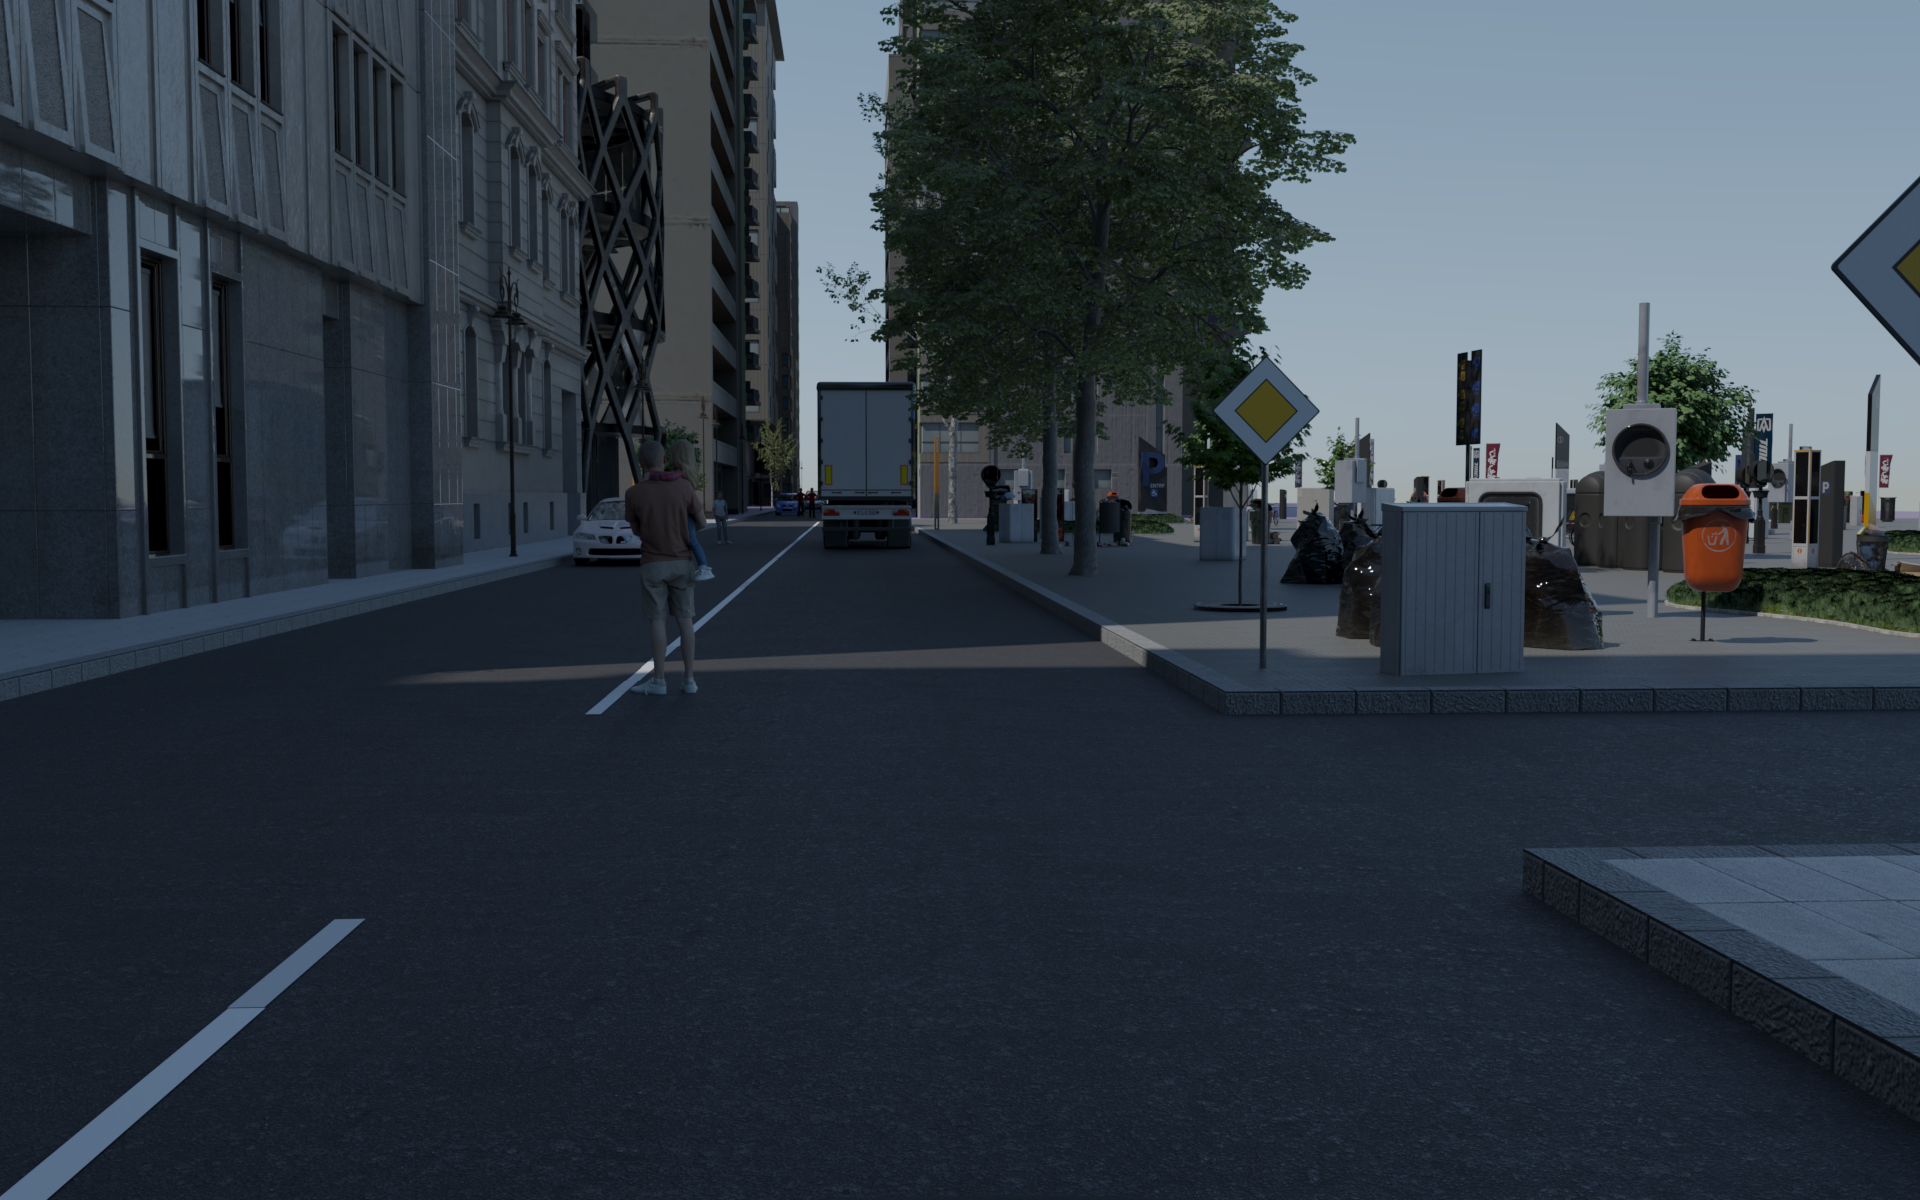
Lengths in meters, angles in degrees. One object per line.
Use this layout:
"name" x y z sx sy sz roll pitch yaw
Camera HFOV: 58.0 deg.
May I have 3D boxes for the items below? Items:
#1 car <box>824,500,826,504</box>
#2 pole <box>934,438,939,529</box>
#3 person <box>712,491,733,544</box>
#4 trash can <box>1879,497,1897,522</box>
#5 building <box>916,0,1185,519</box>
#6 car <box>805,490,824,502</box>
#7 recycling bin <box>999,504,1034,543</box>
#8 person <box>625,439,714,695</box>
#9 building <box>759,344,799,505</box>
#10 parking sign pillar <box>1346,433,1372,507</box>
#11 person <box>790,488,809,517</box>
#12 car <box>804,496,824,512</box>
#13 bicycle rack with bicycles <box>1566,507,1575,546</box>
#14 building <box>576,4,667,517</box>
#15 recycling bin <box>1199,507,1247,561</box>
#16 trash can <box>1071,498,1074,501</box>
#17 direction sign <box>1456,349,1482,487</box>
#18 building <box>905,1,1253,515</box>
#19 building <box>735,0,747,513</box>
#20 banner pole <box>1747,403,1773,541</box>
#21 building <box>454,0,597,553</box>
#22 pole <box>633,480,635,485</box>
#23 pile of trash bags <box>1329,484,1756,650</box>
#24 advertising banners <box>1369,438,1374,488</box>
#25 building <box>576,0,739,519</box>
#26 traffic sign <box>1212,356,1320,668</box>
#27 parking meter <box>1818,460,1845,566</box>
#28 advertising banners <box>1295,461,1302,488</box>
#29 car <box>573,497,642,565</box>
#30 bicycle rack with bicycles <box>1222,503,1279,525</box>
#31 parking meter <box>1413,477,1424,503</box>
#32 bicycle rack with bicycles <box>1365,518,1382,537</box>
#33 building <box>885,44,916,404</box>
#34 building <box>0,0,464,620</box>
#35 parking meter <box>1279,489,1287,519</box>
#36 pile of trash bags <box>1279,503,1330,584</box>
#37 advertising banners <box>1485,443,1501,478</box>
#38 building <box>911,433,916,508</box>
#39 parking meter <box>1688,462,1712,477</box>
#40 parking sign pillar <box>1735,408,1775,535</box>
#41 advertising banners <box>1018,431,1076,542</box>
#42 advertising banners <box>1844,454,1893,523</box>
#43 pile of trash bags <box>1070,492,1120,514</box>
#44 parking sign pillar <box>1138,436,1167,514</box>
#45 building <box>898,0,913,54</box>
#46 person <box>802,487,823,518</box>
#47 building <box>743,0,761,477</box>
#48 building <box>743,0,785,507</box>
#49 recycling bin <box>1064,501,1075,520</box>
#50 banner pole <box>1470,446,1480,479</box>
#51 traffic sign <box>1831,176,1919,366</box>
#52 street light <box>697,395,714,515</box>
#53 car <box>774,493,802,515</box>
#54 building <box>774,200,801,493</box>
"car" -15.031 -10.466 183.127 2.014 1.417 4.499 0 4 -4
"pole" -0.842 -4.213 62.728 0.158 3.312 0.155 0 3 0
"person" -6.824 -2.360 49.687 0.523 1.515 0.503 3 4 38
"trash can" 42.807 -4.175 79.910 0.748 1.137 0.748 0 3 0
"building" 4.487 -25.270 96.752 14.154 41.232 14.086 0 4 -4
"car" -14.636 -10.067 173.272 2.281 1.827 5.304 0 4 -5
"recycling bin" 1.487 -2.031 45.758 0.722 1.027 0.722 -1 4 -22
"person" -2.080 -0.248 12.523 0.573 1.828 0.580 2 4 26
"building" -34.263 -22.538 213.532 27.650 21.520 28.899 0 4 -4
"parking sign pillar" 17.536 -5.392 76.632 1.447 3.967 1.447 2 4 33
"person" -10.096 -6.201 109.820 1.348 1.831 0.705 0 4 3
"car" -11.701 -7.672 137.437 2.014 1.417 4.499 0 4 -6
"bicycle rack with bicycles" 16.008 -2.033 46.626 2.852 0.926 2.925 0 4 6
"building" -19.354 -11.939 62.650 16.820 18.784 16.811 0 4 -4
"recycling bin" 5.107 -1.288 33.620 0.722 1.027 0.722 2 4 30
"trash can" 4.593 -3.330 66.093 0.748 1.137 0.748 0 3 0
"direction sign" 8.079 -2.175 27.560 0.379 3.537 0.876 0 4 -8
"building" 7.474 -28.379 118.619 22.147 44.769 28.867 0 4 -4
"building" -21.784 -26.409 115.378 14.154 41.232 14.086 0 4 -4
"banner pole" 21.811 -3.510 47.401 0.401 3.779 0.863 -3 5 -43
"building" -17.290 -15.591 42.296 14.401 28.519 23.554 0 4 -4
"pole" -15.749 -5.508 83.892 0.158 3.312 0.155 0 3 0
"pile of trash bags" 5.056 -0.323 15.038 3.447 1.369 1.912 0 4 8
"advertising banners" 13.350 -3.618 55.344 0.090 3.025 2.074 2 4 29
"building" -23.933 -28.941 96.889 21.300 48.544 21.600 0 4 -4
"traffic sign" 2.230 -0.554 12.707 0.795 2.450 0.064 0 4 -4
"parking meter" 15.192 -1.499 30.217 0.255 1.863 0.399 -1 4 -11
"advertising banners" 15.536 -4.922 76.661 2.074 3.025 0.090 -2 4 -28
"car" -6.917 -1.472 36.421 2.083 1.381 4.827 0 4 -3
"bicycle rack with bicycles" 11.808 -3.558 71.562 2.852 0.926 2.925 0 4 1
"parking meter" 15.296 -3.186 57.795 0.255 1.863 0.399 0 4 -1
"bicycle rack with bicycles" 10.371 -1.536 38.499 2.852 0.926 2.925 -3 5 -42
"building" 2.878 -34.311 184.684 21.300 48.544 21.600 0 4 -4
"building" -14.484 -12.400 20.765 12.078 24.808 19.932 0 4 -4
"parking meter" 16.530 -4.905 88.608 0.372 1.533 0.369 0 3 0
"pile of trash bags" 6.004 -0.875 24.058 1.912 1.369 3.447 -2 4 -24
"advertising banners" 17.737 -3.908 60.080 2.074 3.025 0.090 3 5 42
"building" 5.439 -51.039 147.154 22.319 86.520 31.000 0 4 -4
"parking meter" 13.446 -1.580 31.543 0.399 1.863 0.255 -2 4 -25
"parking sign pillar" 25.041 -4.056 54.782 1.447 3.967 1.447 1 4 15
"advertising banners" 2.549 -3.080 46.542 2.074 3.025 0.090 -1 4 -17
"advertising banners" 40.239 -4.939 76.948 2.074 3.025 0.090 1 4 23
"pile of trash bags" 6.108 -4.525 83.738 3.447 1.369 1.912 -1 4 -21
"parking sign pillar" 8.989 -5.648 80.813 1.447 3.967 1.447 -1 4 -14
"building" -0.038 -48.788 235.941 20.563 71.187 20.611 0 4 -4
"person" -8.869 -5.842 103.947 1.348 1.831 0.705 -1 4 -19
"building" -27.396 -29.528 137.414 22.147 44.769 28.867 0 4 -4
"building" -33.237 -36.312 182.934 28.713 52.752 27.495 0 4 -4
"recycling bin" 3.752 -2.920 60.299 0.722 1.027 0.722 -1 4 -13
"banner pole" 24.505 -5.663 82.613 0.401 3.779 0.863 -2 4 -24
"traffic sign" 2.729 -0.067 4.737 0.795 2.450 0.064 0 4 -4
"street light" -11.947 -6.602 80.723 0.468 5.910 1.993 0 4 -4
"car" -11.661 -6.629 117.970 1.945 1.707 3.694 0 4 -2
"building" -29.018 -33.712 234.790 14.154 41.232 14.086 0 4 -4
